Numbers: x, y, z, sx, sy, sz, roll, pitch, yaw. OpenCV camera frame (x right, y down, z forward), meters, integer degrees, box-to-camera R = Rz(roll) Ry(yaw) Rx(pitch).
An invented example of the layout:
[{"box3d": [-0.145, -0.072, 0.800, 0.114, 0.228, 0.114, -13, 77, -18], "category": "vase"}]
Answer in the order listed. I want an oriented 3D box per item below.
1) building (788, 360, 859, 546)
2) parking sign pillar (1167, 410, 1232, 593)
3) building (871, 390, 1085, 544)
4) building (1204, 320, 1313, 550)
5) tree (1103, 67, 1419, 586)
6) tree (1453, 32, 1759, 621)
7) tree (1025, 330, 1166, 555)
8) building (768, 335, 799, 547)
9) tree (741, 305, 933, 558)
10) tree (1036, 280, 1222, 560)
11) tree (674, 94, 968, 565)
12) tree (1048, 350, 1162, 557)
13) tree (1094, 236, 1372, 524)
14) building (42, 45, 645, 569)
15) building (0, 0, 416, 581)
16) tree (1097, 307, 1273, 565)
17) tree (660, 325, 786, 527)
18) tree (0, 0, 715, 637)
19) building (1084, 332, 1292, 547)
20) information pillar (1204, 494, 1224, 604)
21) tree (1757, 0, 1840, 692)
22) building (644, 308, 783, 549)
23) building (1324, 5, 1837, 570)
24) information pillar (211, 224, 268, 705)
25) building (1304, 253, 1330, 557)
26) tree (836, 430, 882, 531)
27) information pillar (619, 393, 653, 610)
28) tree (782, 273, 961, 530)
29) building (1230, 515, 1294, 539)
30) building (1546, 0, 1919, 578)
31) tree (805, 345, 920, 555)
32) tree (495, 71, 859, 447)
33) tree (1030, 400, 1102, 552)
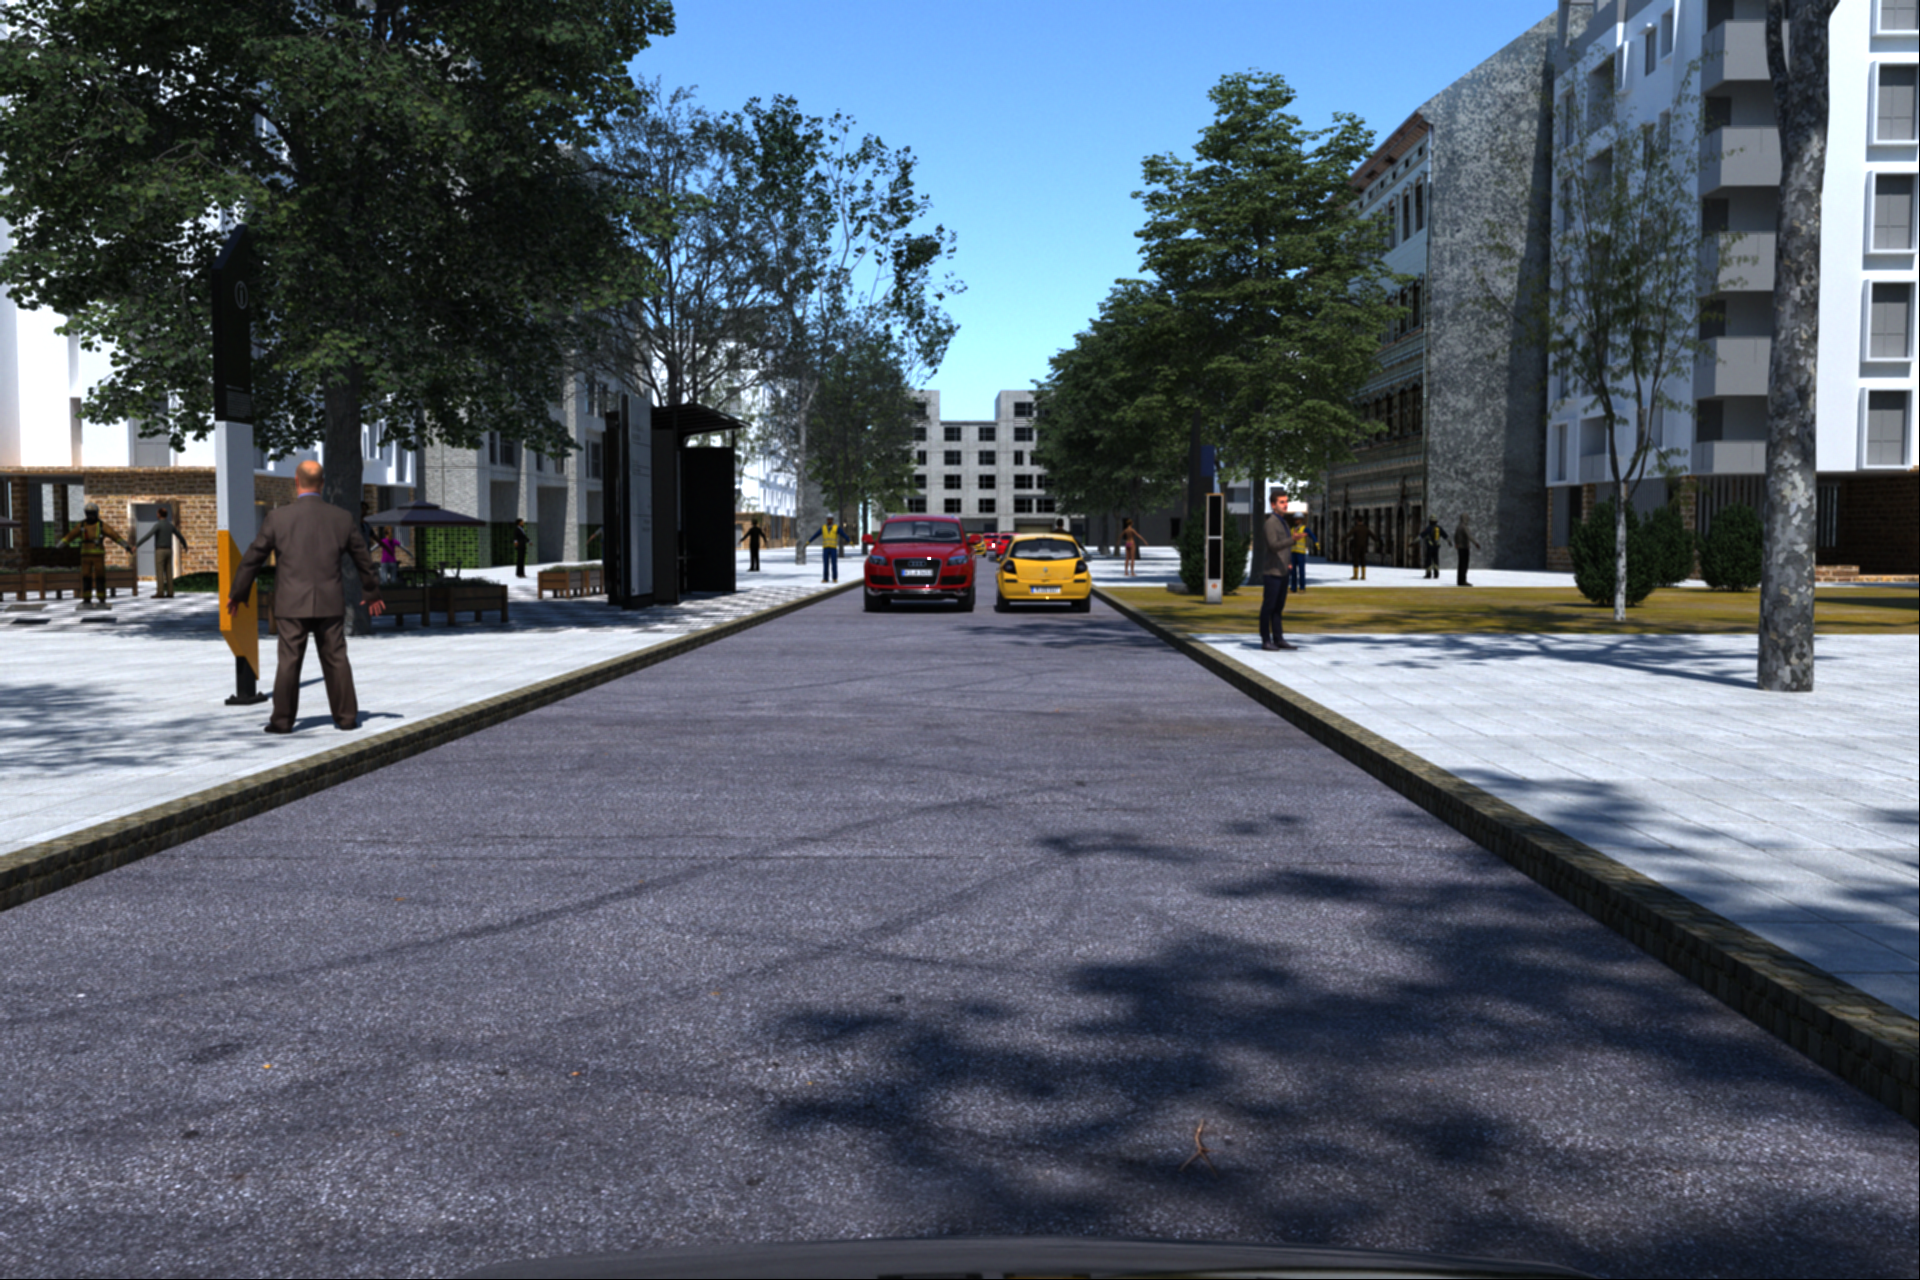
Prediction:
[{"box3d": [-21.409, -22.161, 193.253, 19.493, 23.208, 18.063, 0, 4, 2], "category": "building"}, {"box3d": [5.316, -3.051, 38.359, 1.447, 3.967, 1.447, 0, 4, 2], "category": "parking sign pillar"}, {"box3d": [4.719, -21.412, 218.995, 31.486, 18.905, 16.747, 0, 4, -1], "category": "building"}, {"box3d": [26.536, -18.041, 151.386, 16.016, 20.090, 11.380, 0, 4, 2], "category": "building"}, {"box3d": [7.438, -7.657, 43.323, 7.486, 12.596, 7.792, 0, 3, 0], "category": "tree"}, {"box3d": [9.956, -4.597, 25.517, 4.360, 8.622, 3.978, 0, 3, 0], "category": "tree"}, {"box3d": [8.814, -12.189, 105.938, 9.857, 13.997, 8.962, 0, 3, 0], "category": "tree"}, {"box3d": [-21.749, -18.937, 166.044, 16.016, 20.090, 11.380, 0, 4, 1], "category": "building"}, {"box3d": [-6.259, -11.110, 92.026, 12.009, 13.543, 11.850, 0, 3, 0], "category": "tree"}, {"box3d": [8.450, -10.892, 84.747, 9.857, 13.997, 8.962, 0, 3, 0], "category": "tree"}, {"box3d": [-6.085, -13.294, 73.251, 12.611, 20.169, 13.585, 0, 3, 0], "category": "tree"}, {"box3d": [8.758, -10.430, 96.287, 9.928, 11.665, 9.643, 0, 3, 0], "category": "tree"}, {"box3d": [8.196, -7.232, 52.648, 8.767, 10.594, 7.601, 1, 4, 8], "category": "tree"}, {"box3d": [-25.804, -12.988, 78.806, 16.747, 18.905, 31.486, 0, 4, 1], "category": "building"}, {"box3d": [-24.586, -11.748, 48.497, 16.016, 20.090, 11.380, 0, 4, 1], "category": "building"}, {"box3d": [9.142, -8.196, 68.415, 7.601, 10.594, 8.767, -3, 5, -41], "category": "tree"}, {"box3d": [-7.720, -6.486, 56.403, 4.360, 8.622, 3.978, 0, 3, 0], "category": "tree"}, {"box3d": [-7.804, -7.033, 21.640, 9.857, 13.997, 8.962, 0, 3, 0], "category": "tree"}, {"box3d": [27.653, -21.254, 191.484, 27.936, 21.610, 32.646, 0, 4, 2], "category": "building"}, {"box3d": [4.634, -1.661, 31.644, 0.304, 2.012, 0.304, 0, 4, 0], "category": "information pillar"}, {"box3d": [8.122, -9.609, 12.990, 12.611, 20.169, 13.585, 0, 3, 0], "category": "tree"}, {"box3d": [-21.582, -17.711, 146.002, 16.016, 20.090, 11.380, 0, 4, 2], "category": "building"}, {"box3d": [26.137, -14.659, 70.611, 19.493, 23.208, 18.063, 0, 4, 1], "category": "building"}, {"box3d": [-5.413, -1.321, 12.947, 0.183, 3.616, 0.504, 0, 4, 1], "category": "information pillar"}, {"box3d": [29.455, -15.912, 91.086, 19.493, 23.208, 18.063, 0, 4, 1], "category": "building"}, {"box3d": [-6.089, -10.040, 114.508, 4.360, 8.622, 3.978, 0, 3, 0], "category": "tree"}, {"box3d": [-5.563, -2.353, 29.793, 0.184, 3.620, 1.656, 0, 4, 2], "category": "information pillar"}, {"box3d": [-6.647, -16.532, 126.184, 12.611, 20.169, 13.585, 0, 3, 0], "category": "tree"}, {"box3d": [29.883, -19.186, 170.108, 16.016, 20.090, 11.380, 0, 4, 2], "category": "building"}, {"box3d": [25.622, -12.364, 58.577, 16.016, 20.090, 11.380, 0, 4, 1], "category": "building"}, {"box3d": [-6.114, -11.346, 103.632, 7.486, 12.596, 7.792, 0, 3, 0], "category": "tree"}, {"box3d": [-7.545, -8.314, 46.304, 12.009, 13.543, 11.850, 0, 3, 0], "category": "tree"}, {"box3d": [9.812, -12.944, 122.006, 12.009, 13.543, 11.850, 0, 3, 0], "category": "tree"}]
